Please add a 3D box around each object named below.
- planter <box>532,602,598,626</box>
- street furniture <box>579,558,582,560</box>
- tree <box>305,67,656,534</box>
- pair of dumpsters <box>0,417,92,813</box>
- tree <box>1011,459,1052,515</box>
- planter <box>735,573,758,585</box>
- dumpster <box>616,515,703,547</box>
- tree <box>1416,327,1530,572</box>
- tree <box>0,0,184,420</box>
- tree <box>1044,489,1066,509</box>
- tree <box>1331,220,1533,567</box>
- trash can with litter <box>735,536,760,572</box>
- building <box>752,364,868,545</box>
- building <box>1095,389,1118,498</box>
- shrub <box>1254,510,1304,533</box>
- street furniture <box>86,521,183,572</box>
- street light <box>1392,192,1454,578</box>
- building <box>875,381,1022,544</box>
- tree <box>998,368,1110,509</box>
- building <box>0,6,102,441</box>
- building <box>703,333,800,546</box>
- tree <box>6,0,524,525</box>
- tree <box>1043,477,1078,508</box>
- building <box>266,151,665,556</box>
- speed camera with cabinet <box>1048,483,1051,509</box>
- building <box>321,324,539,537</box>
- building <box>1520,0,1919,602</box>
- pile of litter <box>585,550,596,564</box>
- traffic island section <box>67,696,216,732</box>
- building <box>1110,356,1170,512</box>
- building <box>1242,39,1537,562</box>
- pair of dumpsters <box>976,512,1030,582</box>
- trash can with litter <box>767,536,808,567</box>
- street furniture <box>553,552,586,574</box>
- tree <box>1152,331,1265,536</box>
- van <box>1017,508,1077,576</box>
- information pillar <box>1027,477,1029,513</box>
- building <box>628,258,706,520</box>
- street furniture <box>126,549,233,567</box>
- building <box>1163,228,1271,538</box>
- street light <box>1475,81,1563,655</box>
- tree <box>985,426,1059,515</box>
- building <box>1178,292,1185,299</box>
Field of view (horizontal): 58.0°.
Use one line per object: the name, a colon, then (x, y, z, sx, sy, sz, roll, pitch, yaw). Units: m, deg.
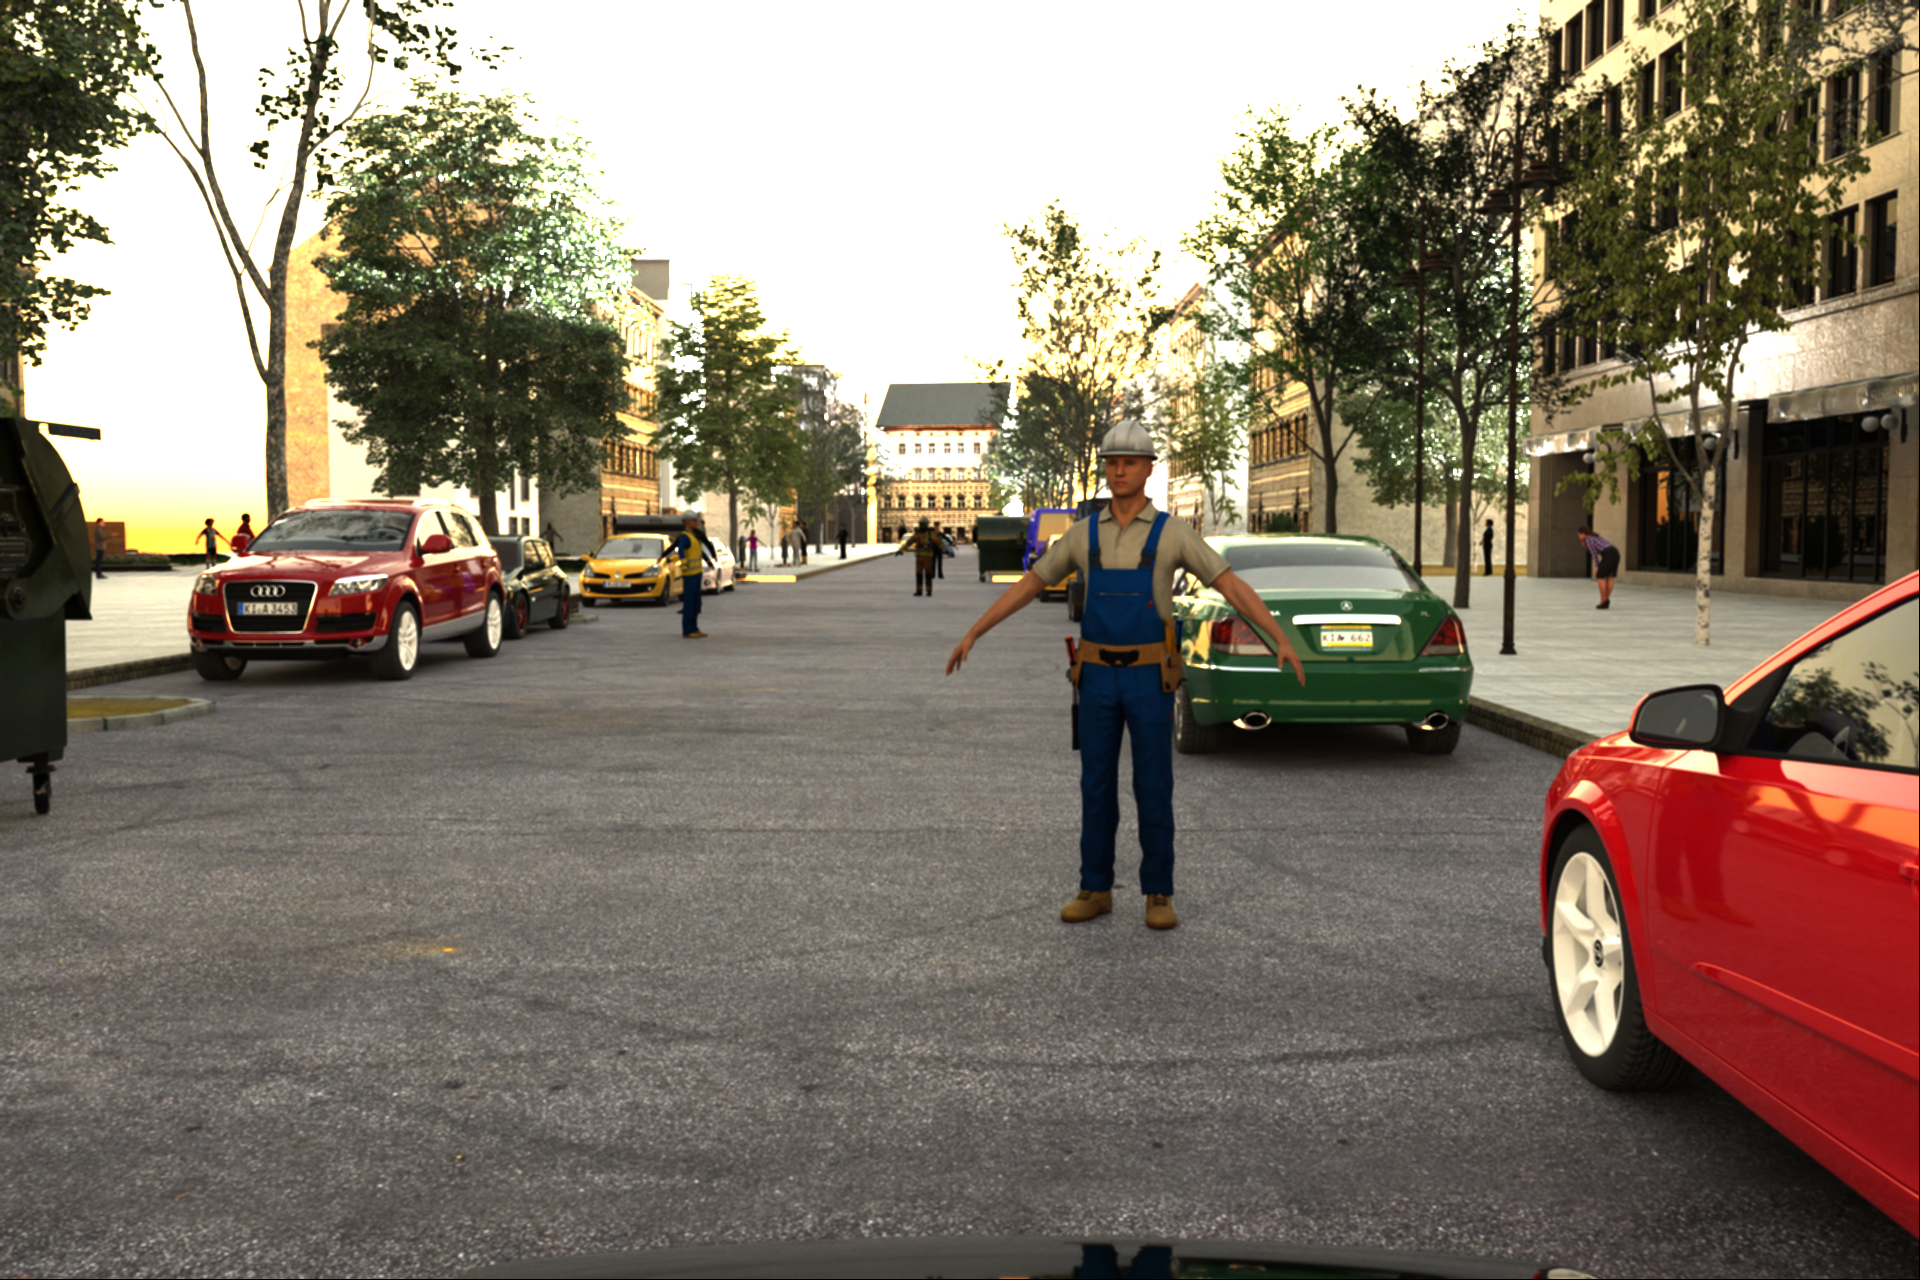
planter: (-6.970, -0.427, 28.121, 1.991, 0.319, 1.994, 0, 3, 0)
street furniture: (-14.201, -3.117, 66.591, 5.734, 0.657, 10.072, -1, 4, -12)
tree: (-13.012, -8.596, 47.203, 9.857, 13.997, 8.962, 0, 3, 0)
pair of dumpsters: (-6.704, -0.203, 8.274, 4.436, 2.255, 1.574, 0, 4, 0)
tree: (6.324, -12.117, 148.473, 4.360, 8.622, 3.978, 0, 3, 0)
planter: (-6.887, -1.768, 50.049, 1.991, 0.319, 1.994, 0, 3, 0)
dumpster: (-6.704, -1.863, 38.682, 1.865, 1.857, 1.264, 0, 3, 0)
tree: (17.282, -6.574, 57.853, 4.360, 8.622, 3.978, 0, 3, 0)
tree: (-13.025, -6.770, 17.344, 9.857, 13.997, 8.962, 0, 3, 0)
tree: (13.476, -17.915, 243.273, 4.360, 8.622, 3.978, 0, 3, 0)
tree: (19.037, -9.809, 67.032, 9.857, 13.997, 8.962, 0, 3, 0)
trash can with litter: (-7.436, -3.012, 60.308, 1.678, 1.210, 2.233, 0, 4, -1)
building: (-26.667, -23.268, 224.405, 27.936, 21.610, 32.646, 0, 3, 0)
building: (22.542, -22.379, 222.323, 16.016, 20.090, 11.380, 0, 4, 0)
shrub: (10.688, -3.287, 57.790, 1.661, 2.075, 1.752, 0, 3, 0)
street furniture: (-30.593, -3.274, 60.386, 11.010, 1.723, 9.812, -2, 4, -28)
street light: (6.351, -3.127, 23.915, 0.468, 5.910, 1.993, 0, 4, 0)
building: (-1.281, -25.393, 248.561, 18.063, 23.208, 19.493, 1, 4, 10)
tree: (6.061, -11.195, 108.789, 9.928, 11.665, 9.643, 0, 3, 0)
building: (-31.976, -18.180, 43.360, 12.429, 33.558, 17.177, 0, 4, 0)
building: (-28.033, -21.944, 189.709, 19.493, 23.208, 18.063, 0, 3, 0)
tree: (-13.524, -10.776, 32.070, 12.611, 20.169, 13.585, 0, 3, 0)
tree: (14.179, -19.298, 249.941, 7.601, 10.594, 8.767, 0, 4, 1)
building: (-29.697, -16.939, 107.877, 19.493, 23.208, 18.063, 0, 4, 1)
speed camera with cabinet: (3.673, -4.444, 66.994, 0.660, 3.252, 2.038, 0, 3, 0)
building: (-24.699, -8.629, 83.236, 9.099, 9.664, 28.070, 0, 4, 0)
building: (26.292, -14.057, 32.000, 24.374, 26.755, 37.873, 0, 3, 0)
pile of litter: (-10.153, -2.146, 49.058, 1.176, 0.858, 1.719, 0, 3, 0)
traffic island section: (-6.963, 0.578, 13.415, 1.991, 0.108, 1.994, 0, 4, 0)
building: (26.432, -21.908, 189.120, 19.493, 23.208, 18.063, 0, 4, 1)
building: (25.162, -15.632, 86.513, 19.493, 23.208, 18.063, 0, 4, 1)
pair of dumpsters: (2.691, -2.863, 51.758, 4.436, 2.255, 1.574, 0, 3, 0)
trash can with litter: (-6.737, -3.491, 68.141, 1.678, 1.210, 2.233, 0, 4, 1)
street furniture: (-16.922, -2.510, 56.665, 10.072, 0.657, 5.734, -1, 4, -17)
tree: (8.976, -6.802, 61.568, 4.737, 8.622, 4.395, 0, 3, 0)
van: (2.606, -2.392, 43.493, 2.240, 2.365, 5.245, 0, 4, -1)
information pillar: (2.822, -4.924, 71.854, 0.183, 3.616, 0.504, 0, 4, 1)
building: (-24.571, -16.129, 120.129, 16.016, 20.090, 11.380, 0, 4, 0)
street furniture: (-33.348, -3.422, 71.570, 5.734, 0.657, 10.072, -1, 4, -8)
building: (23.823, -17.198, 112.121, 19.493, 23.208, 18.063, 0, 4, 0)
street light: (5.854, -2.785, 18.316, 0.468, 5.910, 1.993, 0, 4, 1)
tree: (5.648, -14.536, 155.791, 7.486, 12.596, 7.792, 0, 3, 0)
building: (22.106, -17.115, 136.255, 16.016, 20.090, 11.380, 0, 3, 0)
